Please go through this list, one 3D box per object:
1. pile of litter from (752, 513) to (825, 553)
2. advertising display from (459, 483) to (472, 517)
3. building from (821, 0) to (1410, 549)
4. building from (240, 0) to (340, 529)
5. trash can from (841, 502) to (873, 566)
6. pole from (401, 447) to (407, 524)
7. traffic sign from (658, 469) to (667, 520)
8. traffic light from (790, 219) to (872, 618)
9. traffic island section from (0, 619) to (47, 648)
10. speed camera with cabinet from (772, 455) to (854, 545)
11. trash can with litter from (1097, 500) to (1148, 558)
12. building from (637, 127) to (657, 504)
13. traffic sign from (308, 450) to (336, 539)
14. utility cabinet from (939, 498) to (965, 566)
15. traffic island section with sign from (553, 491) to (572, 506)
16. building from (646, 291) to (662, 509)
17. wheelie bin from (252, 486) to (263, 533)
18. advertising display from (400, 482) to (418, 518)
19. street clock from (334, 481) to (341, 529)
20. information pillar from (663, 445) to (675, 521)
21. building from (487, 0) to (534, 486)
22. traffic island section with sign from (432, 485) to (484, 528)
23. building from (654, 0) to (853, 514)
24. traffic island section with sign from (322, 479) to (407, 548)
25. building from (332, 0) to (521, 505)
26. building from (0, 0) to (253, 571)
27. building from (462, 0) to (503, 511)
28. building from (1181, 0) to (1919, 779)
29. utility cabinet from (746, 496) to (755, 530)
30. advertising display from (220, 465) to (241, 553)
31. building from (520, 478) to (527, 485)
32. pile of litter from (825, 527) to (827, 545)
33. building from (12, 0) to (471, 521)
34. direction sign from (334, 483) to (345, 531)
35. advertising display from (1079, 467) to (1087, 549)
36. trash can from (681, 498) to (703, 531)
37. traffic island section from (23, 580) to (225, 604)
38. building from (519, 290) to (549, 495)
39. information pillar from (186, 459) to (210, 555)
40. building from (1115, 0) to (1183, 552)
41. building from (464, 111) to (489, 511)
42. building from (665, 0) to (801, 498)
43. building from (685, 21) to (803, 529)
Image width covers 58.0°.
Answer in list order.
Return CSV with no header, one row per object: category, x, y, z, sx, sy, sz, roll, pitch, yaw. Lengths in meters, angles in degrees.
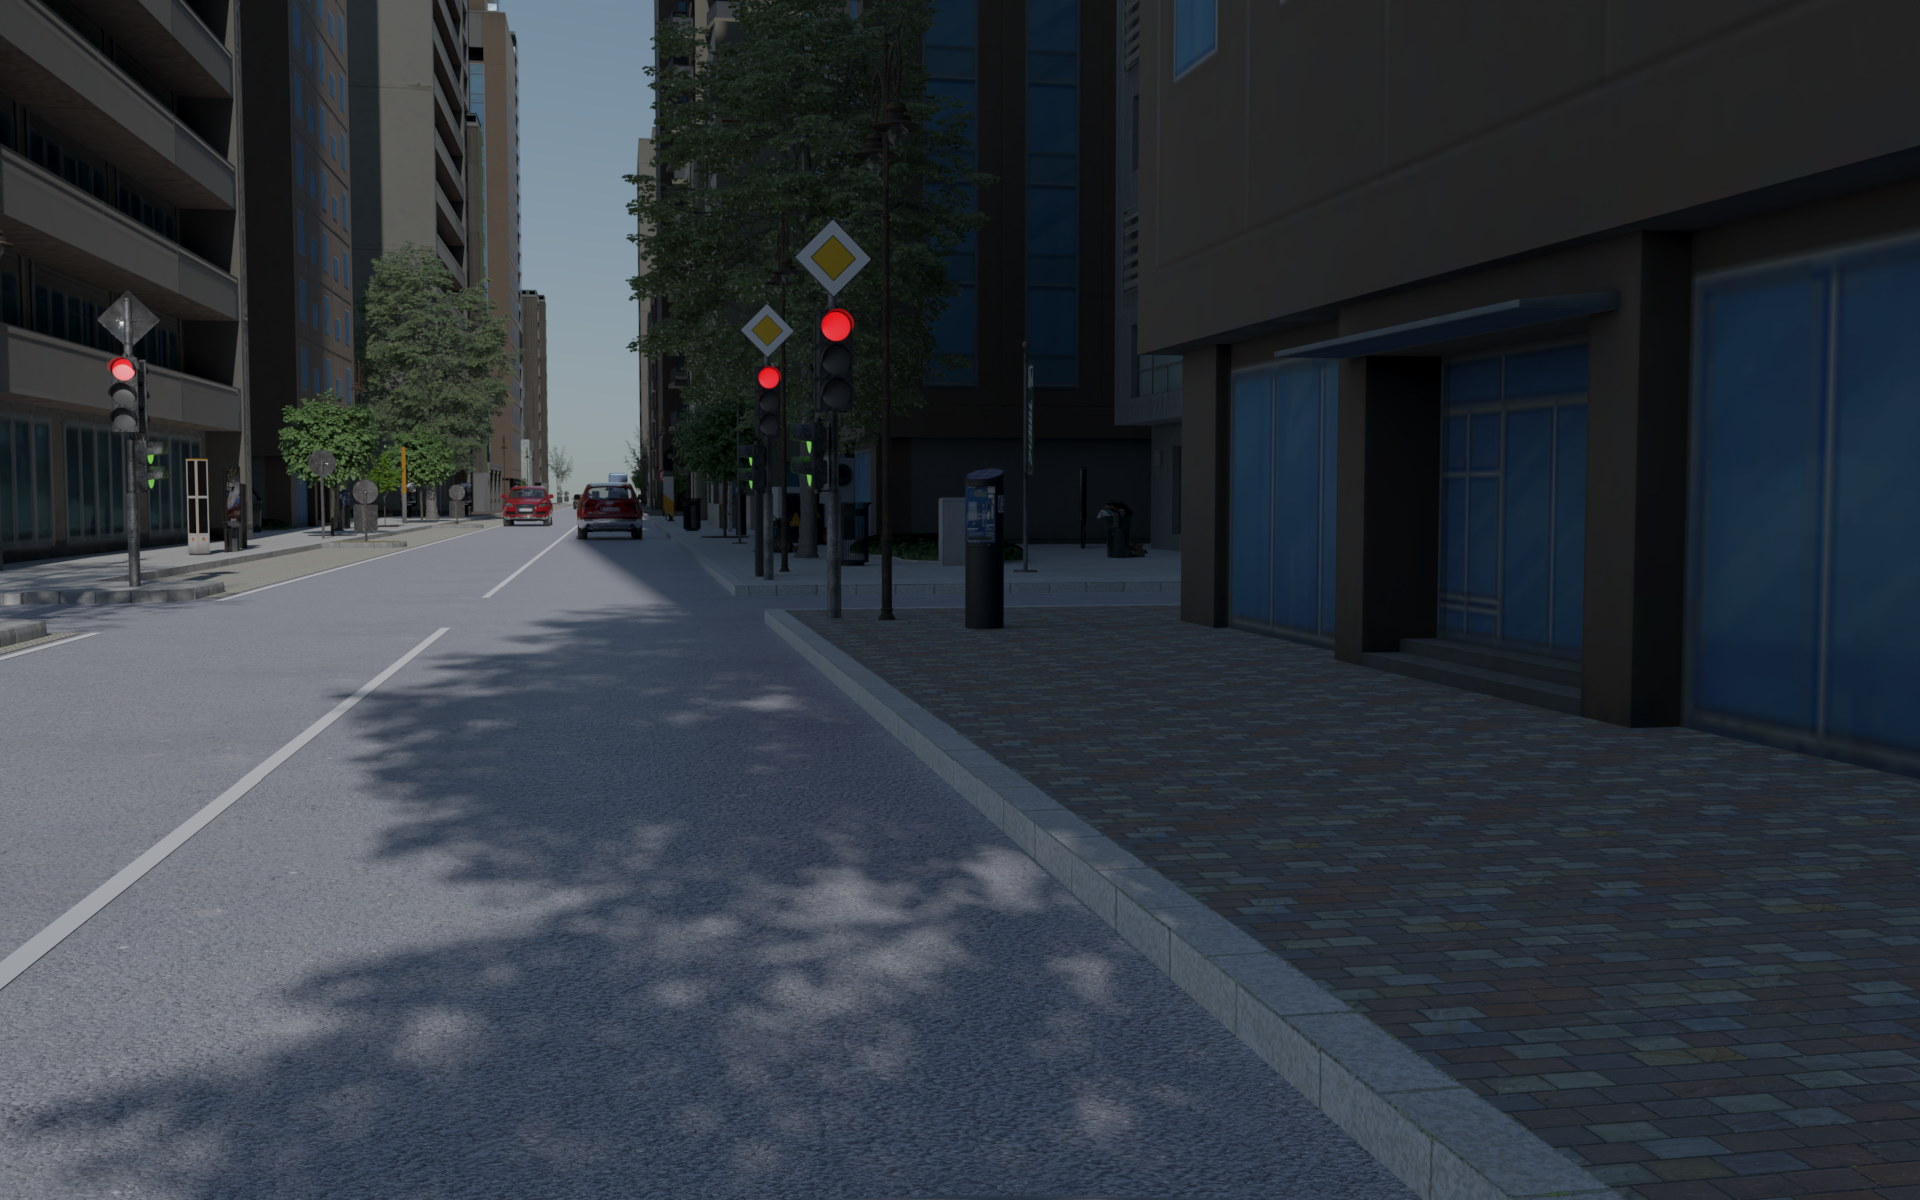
pile of litter,-3.936,-1.487,38.277,1.176,0.858,1.719,-2,4,-30
advertising display,-27.797,-5.636,97.361,0.123,1.923,0.974,2,4,23
building,3.038,-24.448,49.835,14.600,45.320,14.200,-1,4,-11
building,-32.276,-25.533,67.574,14.600,45.320,14.200,-1,4,-11
trash can,-1.937,-1.183,31.003,0.748,1.137,0.748,0,3,0
pole,-24.209,-4.987,75.382,0.158,3.312,0.155,0,3,0
traffic sign,-14.498,-5.213,85.338,0.768,2.556,0.104,-1,4,-10
traffic light,-1.323,-1.770,17.855,0.839,4.253,0.868,-1,4,-11
traffic island section,-9.958,0.367,16.276,2.009,0.180,2.903,-1,4,-11
speed camera with cabinet,-3.529,-2.863,41.154,2.038,3.252,0.660,-2,4,-33
trash can with litter,3.306,-1.447,35.043,0.624,1.170,1.055,3,5,41
building,-31.100,-36.870,226.531,21.300,48.544,21.600,-1,4,-11
traffic sign,-18.290,-3.032,49.681,0.768,2.556,0.104,0,4,-6
utility cabinet,0.141,-1.219,31.094,1.020,1.237,0.306,-1,4,-16
traffic island section with sign,-46.878,-11.905,203.272,1.989,1.847,2.006,-1,4,-11
building,-14.966,-19.385,161.986,27.650,21.520,28.899,-1,4,-11
wheelie bin,-23.577,-3.035,57.530,0.693,1.594,0.980,-2,4,-35
advertising display,-29.991,-5.445,94.246,0.974,1.923,0.123,1,4,13
street clock,-22.632,-3.564,62.837,0.471,2.002,0.358,1,4,12
information pillar,-13.740,-5.528,81.732,0.504,3.616,0.183,0,4,2
building,-64.880,-55.227,215.636,22.319,86.520,31.000,-1,4,-11
traffic island section with sign,-21.159,-3.938,73.007,1.989,1.847,2.006,-1,4,-11
building,-17.038,-29.845,138.079,14.600,45.320,14.200,-1,4,-11
traffic island section with sign,-15.920,-2.311,46.409,1.989,1.847,2.006,-1,4,-11
building,-47.866,-31.075,158.181,14.600,45.320,14.200,-1,4,-11
building,-28.242,-25.140,34.744,21.300,48.544,21.600,-1,4,-11
building,-48.254,-42.893,139.551,20.563,71.187,20.611,-1,4,-11
building,9.956,-22.065,10.866,14.600,45.320,14.200,-1,4,-11
utility cabinet,-7.562,-3.142,62.532,0.306,1.237,1.020,-1,4,-23
advertising display,-16.122,-2.025,38.317,0.123,1.923,0.974,0,4,-5
building,-64.421,-30.415,189.167,32.217,40.220,23.993,-1,4,-11
pile of litter,-3.853,-1.820,43.721,1.719,0.858,1.176,-1,4,-15
building,-41.976,-29.441,105.067,21.300,48.544,21.600,-1,4,-11
direction sign,-21.708,-4.185,60.417,0.379,3.537,0.876,0,4,-3
advertising display,2.917,-2.194,41.081,0.123,1.923,0.974,0,4,1
trash can,-9.316,-2.969,60.188,0.748,1.137,0.748,0,3,0
traffic island section,-11.504,-0.112,24.110,2.009,0.180,2.903,-1,4,-11
building,-64.713,-28.662,240.323,14.160,30.474,14.107,-1,4,-11
information pillar,-15.985,-1.947,36.333,0.304,2.012,0.304,2,4,27
building,11.662,-21.425,33.900,14.086,41.232,14.154,-1,4,-11
building,-41.837,-21.572,124.396,14.160,30.474,14.107,-1,4,-11
building,-8.561,-28.319,117.635,22.147,44.769,28.867,-1,4,-11
building,1.847,-14.394,80.388,27.650,21.520,28.899,-1,4,-11
